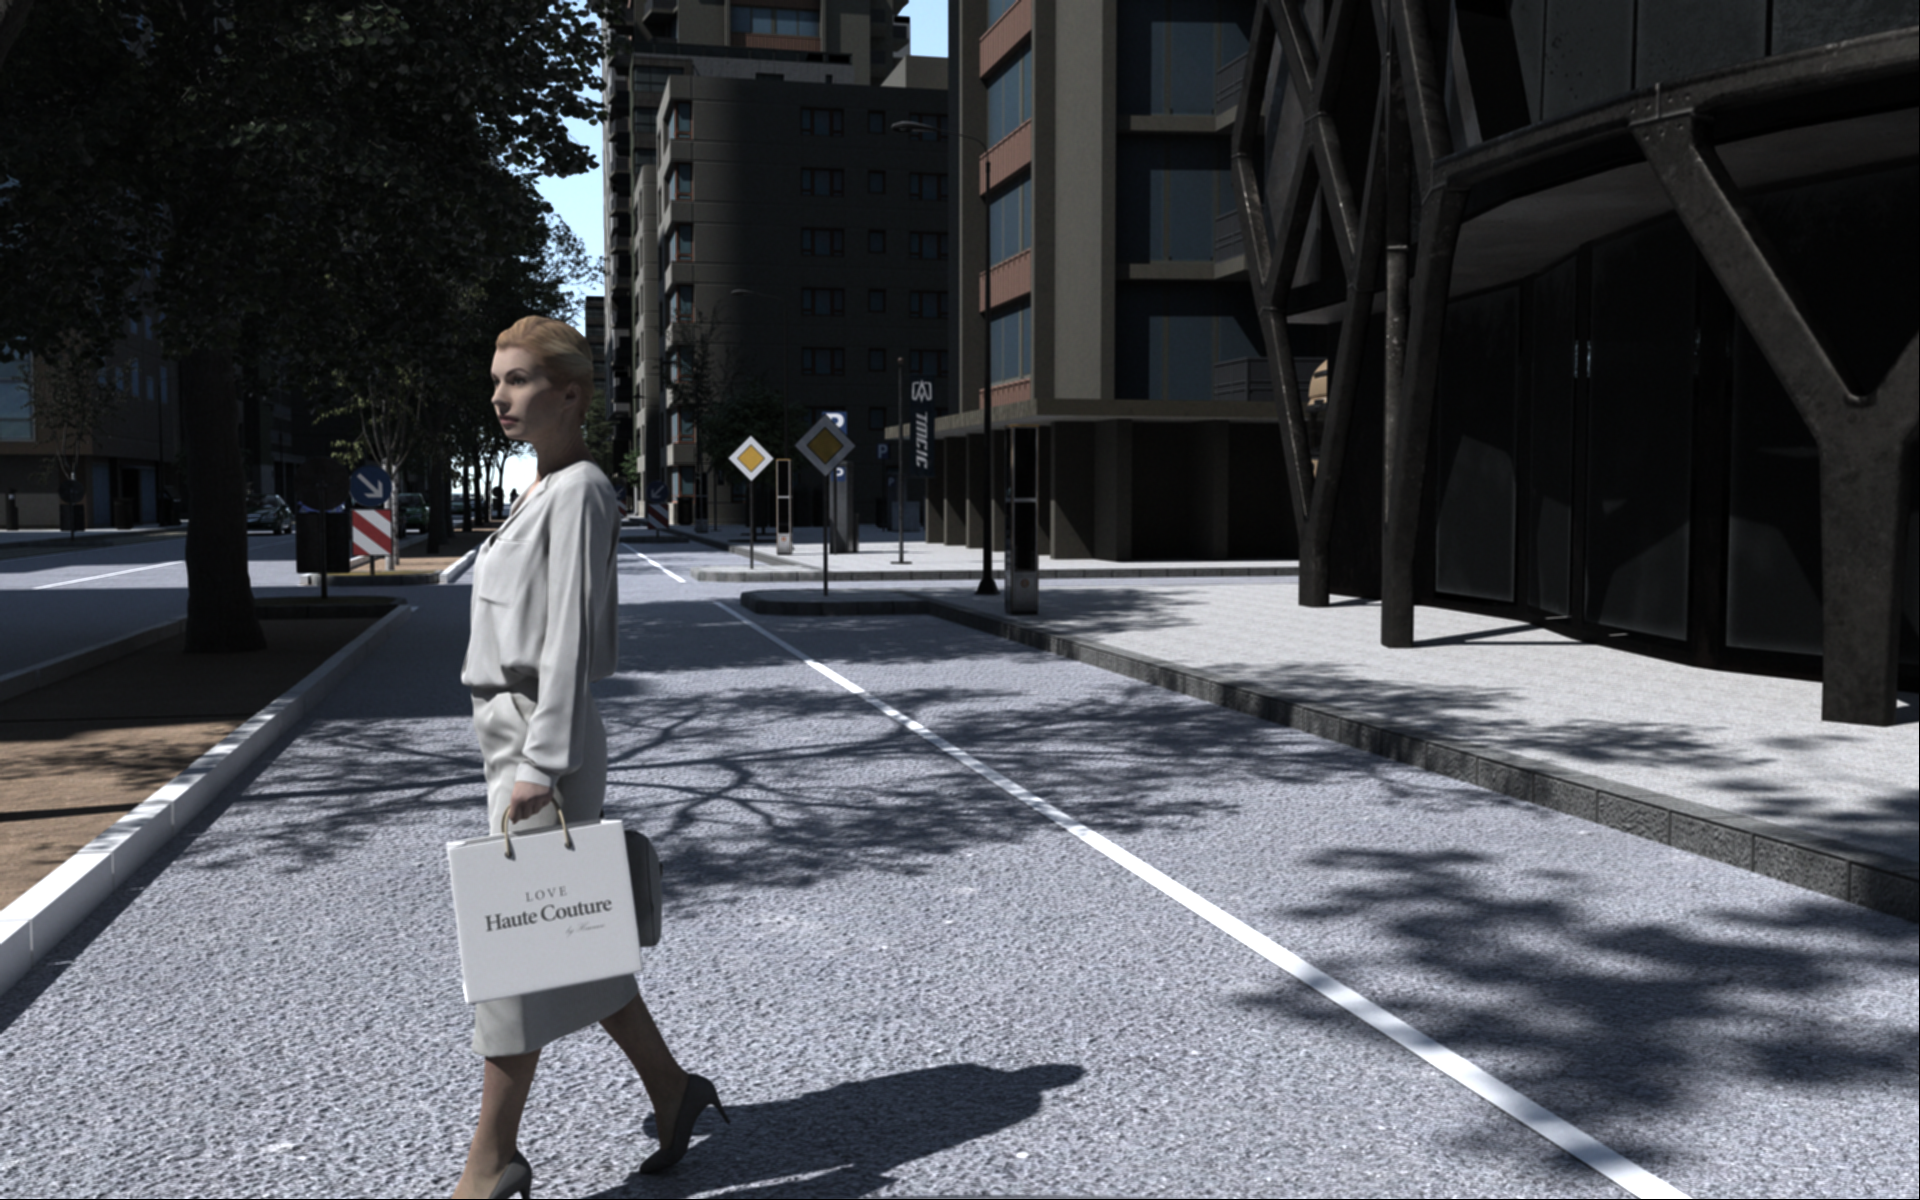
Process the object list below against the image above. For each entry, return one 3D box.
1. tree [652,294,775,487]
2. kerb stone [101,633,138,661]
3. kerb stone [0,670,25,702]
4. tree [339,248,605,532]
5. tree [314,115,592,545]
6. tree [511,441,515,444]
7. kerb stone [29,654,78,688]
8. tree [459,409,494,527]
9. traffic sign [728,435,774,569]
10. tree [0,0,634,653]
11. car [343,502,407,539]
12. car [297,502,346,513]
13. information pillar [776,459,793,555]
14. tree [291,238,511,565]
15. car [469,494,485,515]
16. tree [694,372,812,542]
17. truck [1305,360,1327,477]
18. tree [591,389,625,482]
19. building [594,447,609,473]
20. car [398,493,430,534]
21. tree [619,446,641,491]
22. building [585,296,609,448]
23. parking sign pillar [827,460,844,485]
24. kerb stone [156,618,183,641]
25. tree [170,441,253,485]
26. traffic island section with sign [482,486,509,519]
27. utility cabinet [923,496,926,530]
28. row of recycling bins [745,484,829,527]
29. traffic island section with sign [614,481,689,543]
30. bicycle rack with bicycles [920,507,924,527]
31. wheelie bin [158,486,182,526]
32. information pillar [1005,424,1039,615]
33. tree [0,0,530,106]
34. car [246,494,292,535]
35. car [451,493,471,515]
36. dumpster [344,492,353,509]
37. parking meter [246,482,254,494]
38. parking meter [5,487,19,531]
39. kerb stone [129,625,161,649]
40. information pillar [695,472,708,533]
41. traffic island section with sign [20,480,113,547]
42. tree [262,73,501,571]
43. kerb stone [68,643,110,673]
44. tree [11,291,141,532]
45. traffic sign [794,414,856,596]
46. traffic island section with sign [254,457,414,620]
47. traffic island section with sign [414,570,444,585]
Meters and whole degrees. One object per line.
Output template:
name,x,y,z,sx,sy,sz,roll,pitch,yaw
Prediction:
tree,-9.381,-6.990,64.644,4.360,8.622,3.978,0,3,0
kerb stone,-7.409,0.429,15.186,0.120,0.150,1.000,-1,4,-13
kerb stone,-6.711,0.614,12.195,0.120,0.150,1.000,-1,4,-13
tree,-18.613,-9.302,64.911,12.009,13.543,11.850,0,3,0
tree,-14.450,-7.796,48.042,7.486,12.596,7.792,0,3,0
tree,-24.947,-8.488,91.598,4.737,8.622,4.395,0,3,0
kerb stone,-6.933,0.551,13.192,0.120,0.150,1.000,-1,4,-13
tree,-21.411,-9.059,76.320,9.928,11.665,9.643,0,3,0
traffic sign,-3.560,-1.584,29.536,0.795,2.450,0.064,-1,4,-13
tree,-6.669,-6.493,15.268,9.857,13.997,8.962,0,3,0
car,-19.049,-2.687,56.514,1.945,1.354,3.894,-1,4,-15
car,-27.481,-3.978,74.637,1.945,1.707,3.694,-1,4,-15
information pillar,-3.697,-1.958,36.503,0.304,2.012,0.304,0,4,3
tree,-11.394,-5.003,34.614,4.737,8.622,4.395,0,3,0
car,-34.450,-6.765,122.402,2.131,1.459,4.920,-1,4,-15
tree,-5.477,-3.855,46.742,4.285,4.588,4.351,0,3,0
truck,10.691,-2.444,28.879,11.283,4.237,2.839,-1,4,-13
tree,-38.867,-16.416,186.521,7.486,12.596,7.792,0,3,0
building,-37.741,-56.143,230.609,22.319,86.520,31.000,-1,4,-13
car,-20.281,-3.318,63.049,1.959,1.807,4.718,-1,4,-15
tree,-19.092,-7.463,105.737,4.285,4.588,4.351,0,3,0
building,-47.537,-29.445,253.126,14.160,30.474,14.107,-1,4,-13
parking sign pillar,-5.087,-5.028,70.673,1.447,3.967,1.447,1,4,8
kerb stone,-7.902,0.316,17.176,0.120,0.150,1.000,-1,4,-13
tree,-34.259,-5.837,79.152,4.285,4.588,4.351,0,3,0
traffic island section with sign,-26.959,-5.676,100.935,2.006,1.907,1.989,-1,4,-13
utility cabinet,-0.804,-3.092,61.716,1.020,1.237,0.306,2,4,34
row of recycling bins,-6.606,-3.705,67.684,3.534,1.692,1.069,-1,4,-20
traffic island section with sign,-9.136,-2.620,51.458,1.989,1.847,2.006,-1,4,-13
bicycle rack with bicycles,-1.558,-3.427,69.418,2.925,0.926,2.852,-3,4,-38
wheelie bin,-31.770,-3.772,69.586,0.693,1.594,0.980,0,4,8
information pillar,0.657,-0.855,18.463,0.304,2.012,0.304,-1,4,-12
tree,-4.323,-4.281,6.871,8.767,10.594,7.601,-1,4,-13
car,-24.840,-3.033,61.390,2.131,1.459,4.920,-1,4,-14
car,-30.338,-5.821,103.972,1.959,1.807,4.718,-1,4,-13
dumpster,-40.174,-6.460,113.830,1.865,1.857,1.264,-1,4,-13
parking meter,-35.090,-4.886,85.599,0.255,1.863,0.399,0,4,4
parking meter,-33.346,-3.211,60.914,0.372,1.533,0.369,0,3,0
kerb stone,-7.665,0.368,16.180,0.120,0.150,1.000,-1,4,-13
information pillar,-8.509,-3.214,57.041,0.304,2.012,0.304,3,5,41
traffic island section with sign,-24.360,-2.369,47.353,1.989,1.847,2.006,-1,4,-13
tree,-9.956,-4.719,29.979,4.360,8.622,3.978,0,3,0
kerb stone,-7.178,0.492,14.191,0.120,0.150,1.000,-1,4,-13
tree,-30.326,-6.657,59.197,4.360,8.622,3.978,0,3,0
traffic sign,-1.695,-1.109,21.771,0.795,2.450,0.064,-1,4,-13
traffic island section with sign,-7.683,-0.766,20.663,2.006,1.907,1.989,-1,4,-13
traffic island section with sign,-9.403,-1.207,27.868,2.006,1.907,1.989,-1,4,-13
